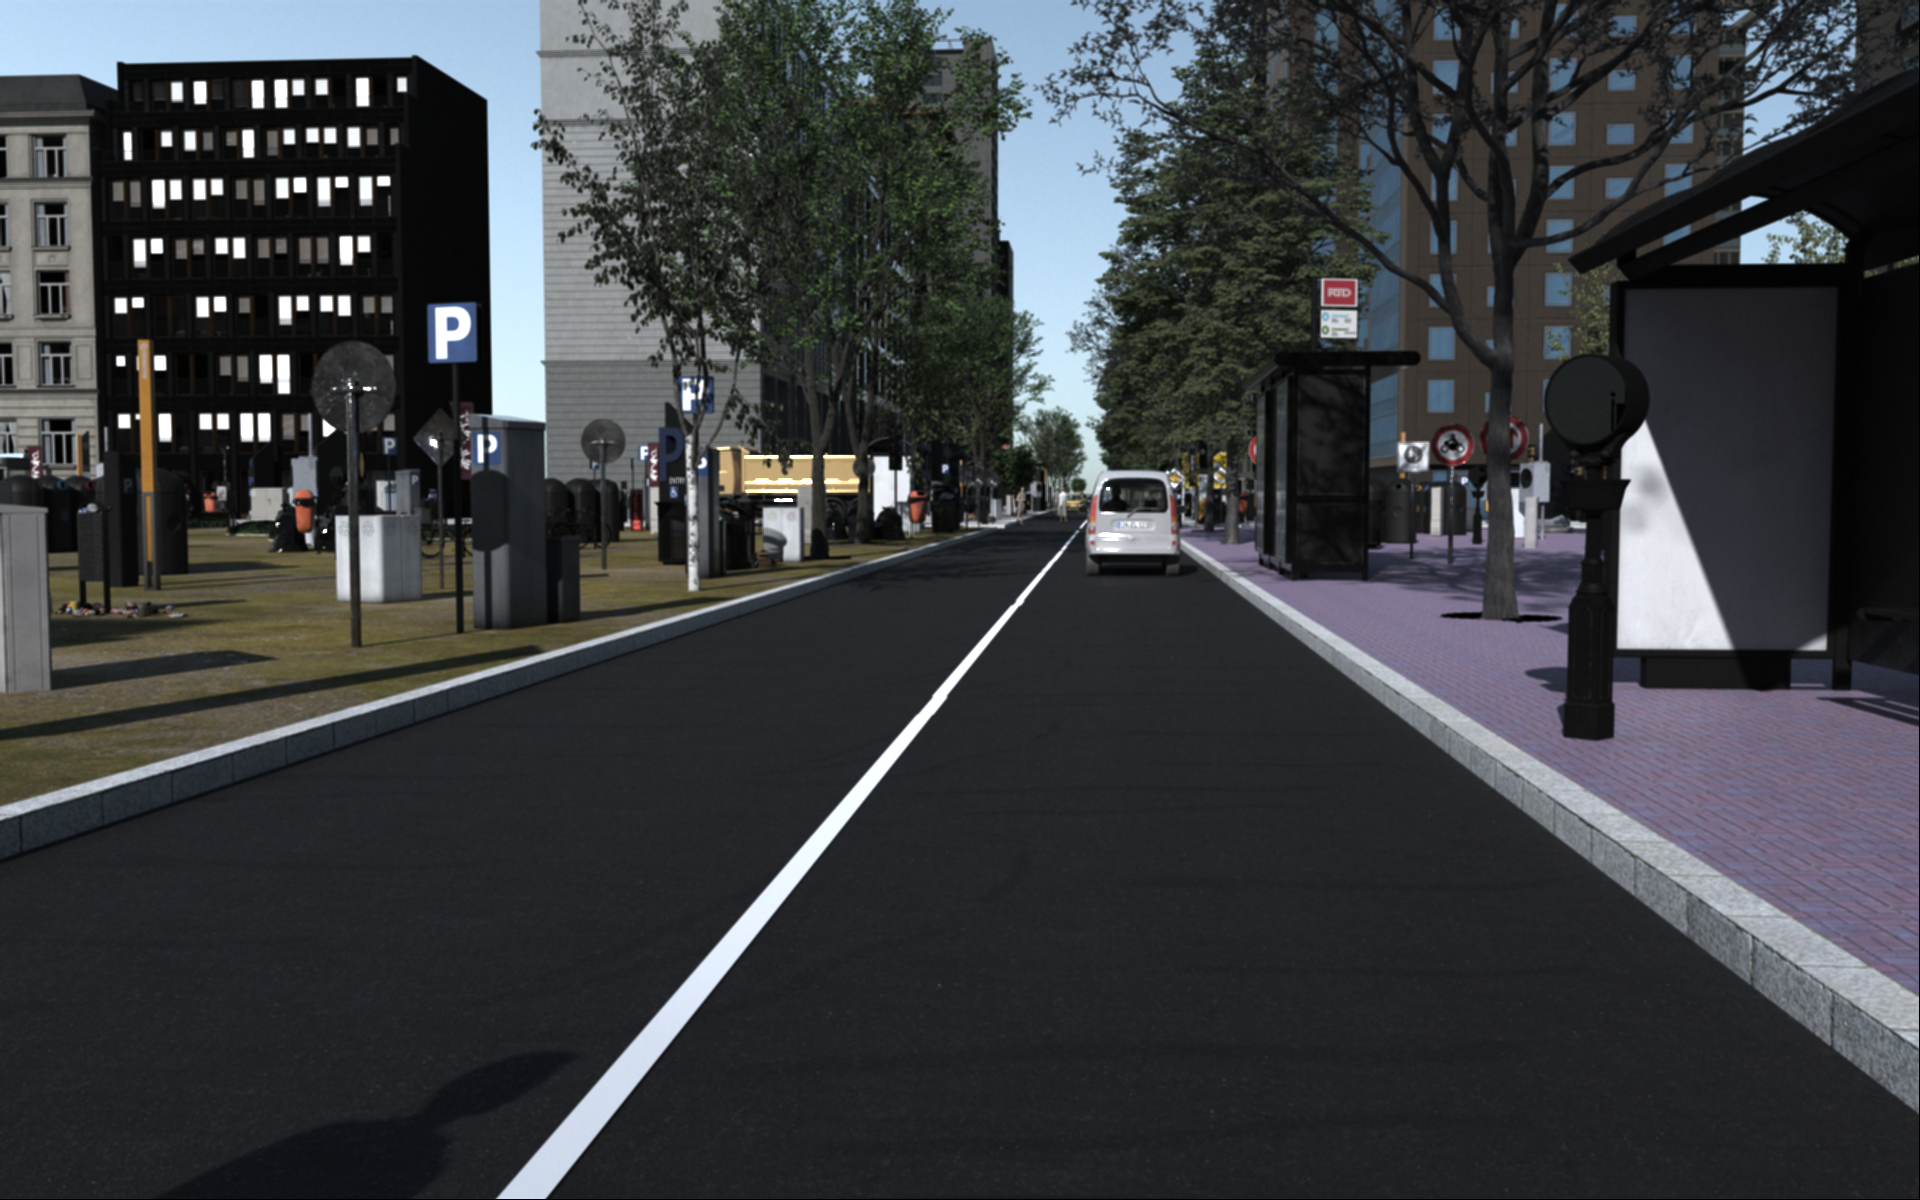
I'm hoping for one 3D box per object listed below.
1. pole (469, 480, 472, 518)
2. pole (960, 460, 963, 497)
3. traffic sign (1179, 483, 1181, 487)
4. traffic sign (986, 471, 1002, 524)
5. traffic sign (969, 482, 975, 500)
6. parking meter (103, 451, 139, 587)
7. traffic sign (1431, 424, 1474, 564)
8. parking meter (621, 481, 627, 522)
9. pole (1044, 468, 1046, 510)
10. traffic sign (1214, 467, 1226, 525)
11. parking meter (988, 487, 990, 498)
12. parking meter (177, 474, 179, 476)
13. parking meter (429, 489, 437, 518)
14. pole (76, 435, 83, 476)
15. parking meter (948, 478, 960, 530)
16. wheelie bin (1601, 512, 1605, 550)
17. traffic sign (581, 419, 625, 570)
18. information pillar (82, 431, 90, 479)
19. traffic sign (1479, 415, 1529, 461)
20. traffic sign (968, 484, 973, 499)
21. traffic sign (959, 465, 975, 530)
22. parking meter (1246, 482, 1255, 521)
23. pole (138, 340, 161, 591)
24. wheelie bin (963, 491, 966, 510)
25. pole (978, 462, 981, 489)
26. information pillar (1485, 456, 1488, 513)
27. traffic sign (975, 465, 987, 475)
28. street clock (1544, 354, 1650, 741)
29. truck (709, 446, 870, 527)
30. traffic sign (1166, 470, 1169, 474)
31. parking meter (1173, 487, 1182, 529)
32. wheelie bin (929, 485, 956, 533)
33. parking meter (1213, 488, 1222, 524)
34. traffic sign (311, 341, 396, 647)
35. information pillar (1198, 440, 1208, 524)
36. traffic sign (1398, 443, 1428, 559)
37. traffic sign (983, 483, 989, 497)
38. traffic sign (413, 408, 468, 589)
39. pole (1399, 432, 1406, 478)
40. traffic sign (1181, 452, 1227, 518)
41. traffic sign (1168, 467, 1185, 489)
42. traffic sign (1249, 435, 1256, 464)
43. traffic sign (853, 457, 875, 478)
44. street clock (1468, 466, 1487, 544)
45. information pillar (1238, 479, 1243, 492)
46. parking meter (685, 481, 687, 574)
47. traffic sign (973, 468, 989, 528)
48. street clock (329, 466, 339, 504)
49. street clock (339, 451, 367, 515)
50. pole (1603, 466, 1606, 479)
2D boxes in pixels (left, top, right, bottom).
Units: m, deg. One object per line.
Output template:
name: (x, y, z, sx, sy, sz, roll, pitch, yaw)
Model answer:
pole: (-26.689, -6.158, 94.527, 0.158, 3.312, 0.155, 0, 3, 0)
pole: (0.070, -6.693, 103.269, 0.158, 3.312, 0.155, 0, 3, 0)
traffic sign: (12.868, -6.212, 101.676, 0.768, 2.556, 0.104, 1, 4, 9)
traffic sign: (1.410, -4.303, 73.992, 0.795, 2.450, 0.064, 0, 4, 5)
traffic sign: (0.835, -6.515, 107.707, 0.795, 2.450, 0.064, 1, 4, 8)
parking meter: (-11.601, -1.116, 23.963, 0.255, 1.863, 0.399, 1, 4, 12)
traffic sign: (8.947, -1.922, 31.528, 0.768, 2.556, 0.104, 0, 4, 7)
parking meter: (-15.396, -4.507, 79.392, 0.255, 1.863, 0.399, -1, 4, -12)
pole: (6.750, -8.812, 137.921, 0.158, 3.312, 0.155, 0, 3, 0)
traffic sign: (10.962, -4.375, 72.723, 0.795, 2.450, 0.064, 1, 4, 11)
parking meter: (2.233, -7.412, 126.893, 0.255, 1.863, 0.399, 3, 5, 40)
parking meter: (-23.347, -2.789, 51.316, 0.399, 1.863, 0.255, -1, 4, -16)
parking meter: (-25.726, -4.656, 84.543, 0.372, 1.533, 0.369, 0, 3, 0)
pole: (-30.255, -4.019, 59.560, 0.158, 3.312, 0.155, 0, 3, 0)
parking meter: (-0.209, -3.423, 61.670, 0.255, 1.863, 0.399, 3, 5, 42)
wheelie bin: (14.804, -1.937, 39.579, 0.693, 1.594, 0.980, -1, 4, -12)
traffic sign: (-6.053, -1.790, 29.378, 0.768, 2.556, 0.104, 0, 4, 5)
information pillar: (-32.324, -4.438, 63.923, 0.183, 3.616, 0.504, 2, 4, 29)
traffic sign: (8.729, -1.698, 27.874, 0.768, 2.556, 0.104, 1, 4, 9)
traffic sign: (0.842, -6.926, 113.241, 0.884, 2.594, 0.081, 1, 4, 13)
traffic sign: (0.242, -3.616, 61.249, 0.606, 2.300, 0.079, 1, 4, 14)
parking meter: (13.855, -4.706, 82.653, 0.399, 1.863, 0.255, -3, 4, -36)
pole: (-10.773, -1.784, 23.011, 0.158, 3.312, 0.155, 0, 3, 0)
wheelie bin: (0.065, -7.923, 137.441, 0.693, 1.594, 0.980, -3, 5, -41)
pole: (1.224, -7.059, 109.265, 0.158, 3.312, 0.155, 0, 3, 0)
information pillar: (23.144, -5.142, 75.422, 0.504, 3.616, 0.183, -1, 4, -17)
traffic sign: (0.798, -4.566, 74.768, 0.768, 2.556, 0.104, 1, 4, 8)
street clock: (3.314, -0.275, 9.067, 0.358, 2.002, 0.471, -3, 5, -42)
truck: (-7.381, -4.564, 70.543, 9.791, 3.379, 3.469, 0, 4, 5)
traffic sign: (8.776, -4.263, 73.341, 0.795, 2.450, 0.064, 0, 4, 5)
parking meter: (8.049, -3.419, 64.314, 0.372, 1.533, 0.369, 0, 3, 0)
wheelie bin: (-0.574, -3.051, 57.790, 0.980, 1.594, 0.693, 3, 5, 41)
parking meter: (10.878, -3.960, 73.164, 0.372, 1.533, 0.369, 0, 3, 0)
traffic sign: (-5.059, -0.877, 14.440, 0.768, 2.556, 0.104, 1, 4, 11)
information pillar: (10.333, -5.007, 73.218, 0.504, 3.616, 0.183, 1, 4, 14)
traffic sign: (8.904, -1.955, 34.094, 0.606, 2.300, 0.079, 0, 4, 7)
traffic sign: (1.818, -7.419, 121.413, 0.768, 2.556, 0.104, 1, 4, 14)
traffic sign: (-6.999, -1.355, 23.338, 0.795, 2.450, 0.064, 1, 4, 11)
pole: (14.548, -3.864, 57.025, 0.158, 3.312, 0.155, 0, 3, 0)
traffic sign: (11.817, -5.492, 83.668, 2.265, 3.308, 0.079, 1, 4, 11)
traffic sign: (8.093, -3.776, 65.386, 0.795, 2.450, 0.064, 0, 4, 5)
traffic sign: (6.177, -2.121, 34.785, 0.768, 2.556, 0.104, 1, 4, 9)
traffic sign: (-3.213, -3.532, 57.861, 0.768, 2.556, 0.104, 1, 4, 10)
street clock: (13.270, -2.434, 44.373, 0.471, 2.002, 0.358, 2, 4, 34)
information pillar: (13.494, -4.858, 83.918, 0.304, 2.012, 0.304, -1, 4, -13)
parking meter: (-4.250, -1.196, 27.967, 0.372, 1.533, 0.369, 0, 3, 0)
traffic sign: (0.727, -3.816, 66.036, 0.795, 2.450, 0.064, 0, 4, 5)
street clock: (-16.101, -2.471, 44.971, 0.471, 2.002, 0.358, 2, 4, 23)
street clock: (-10.116, -1.497, 29.054, 0.358, 2.002, 0.471, 0, 4, -6)
pole: (20.351, -3.728, 54.799, 0.158, 3.312, 0.155, 0, 3, 0)
